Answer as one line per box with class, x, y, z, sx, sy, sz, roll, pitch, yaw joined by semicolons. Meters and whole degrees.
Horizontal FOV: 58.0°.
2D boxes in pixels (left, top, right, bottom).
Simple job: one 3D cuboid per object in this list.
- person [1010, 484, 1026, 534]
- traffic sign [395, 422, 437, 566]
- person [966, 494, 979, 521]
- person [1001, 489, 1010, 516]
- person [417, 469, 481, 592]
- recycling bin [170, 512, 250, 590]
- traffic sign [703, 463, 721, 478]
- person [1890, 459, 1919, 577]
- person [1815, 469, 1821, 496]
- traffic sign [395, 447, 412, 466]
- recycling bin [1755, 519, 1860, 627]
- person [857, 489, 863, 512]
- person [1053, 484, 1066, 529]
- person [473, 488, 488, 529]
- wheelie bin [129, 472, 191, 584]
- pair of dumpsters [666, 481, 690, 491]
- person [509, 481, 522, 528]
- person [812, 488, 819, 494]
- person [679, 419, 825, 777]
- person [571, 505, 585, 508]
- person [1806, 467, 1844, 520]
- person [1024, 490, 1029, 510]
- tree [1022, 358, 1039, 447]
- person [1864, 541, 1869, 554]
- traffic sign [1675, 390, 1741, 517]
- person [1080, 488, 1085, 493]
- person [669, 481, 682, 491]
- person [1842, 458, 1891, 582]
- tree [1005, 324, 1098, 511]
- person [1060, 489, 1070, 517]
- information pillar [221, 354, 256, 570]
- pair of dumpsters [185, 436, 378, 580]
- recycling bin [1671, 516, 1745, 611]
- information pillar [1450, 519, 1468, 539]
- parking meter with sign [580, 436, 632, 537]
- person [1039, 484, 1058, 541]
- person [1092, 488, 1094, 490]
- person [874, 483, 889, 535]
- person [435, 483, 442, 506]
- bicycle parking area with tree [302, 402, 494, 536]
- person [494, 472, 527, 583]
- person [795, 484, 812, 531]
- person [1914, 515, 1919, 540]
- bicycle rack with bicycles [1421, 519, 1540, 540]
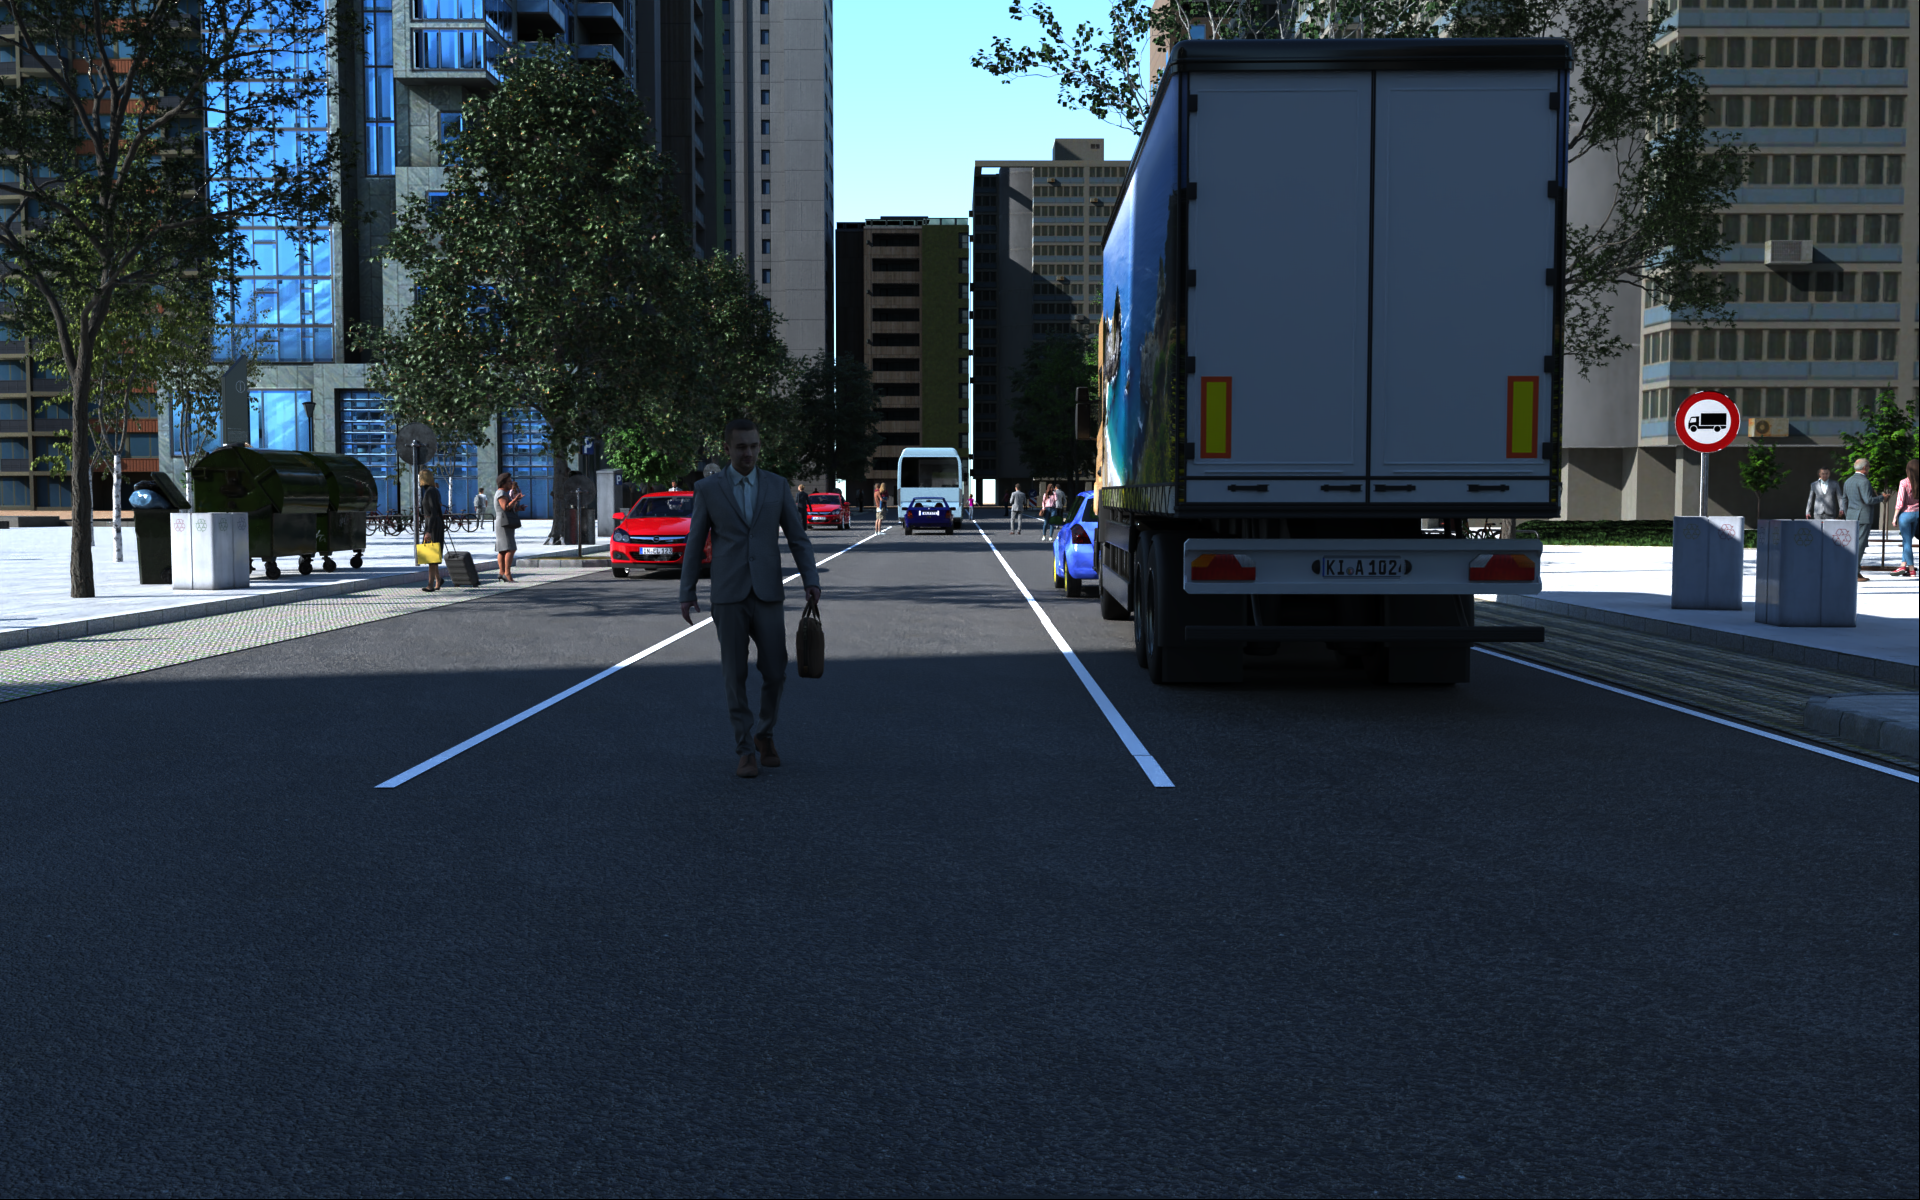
person;2.019;-3.234;61.572;0.606;1.804;0.583;-1;4;-22
traffic sign;-9.668;-1.877;30.789;0.768;2.556;0.104;0;4;6
person;0.667;-5.027;93.922;0.991;1.433;0.599;3;5;41
person;2.941;-6.300;112.226;0.721;1.743;1.217;2;4;24
person;-7.638;-1.041;25.736;0.699;1.804;1.509;1;4;20
recycling bin;-10.160;-0.668;23.479;0.722;1.027;0.722;1;4;16
traffic sign;-10.178;-4.340;71.060;0.768;2.556;0.104;1;4;9
person;14.759;-1.274;26.882;0.555;1.821;0.388;-1;4;-19
person;21.123;-2.254;42.263;0.474;1.900;0.648;-2;4;-34
traffic sign;-10.866;-2.124;34.456;0.795;2.593;0.064;0;4;7
recycling bin;8.306;-0.272;17.005;0.722;1.027;0.722;0;4;5
person;-7.728;-7.700;134.528;0.705;1.807;1.348;-1;4;-18
person;4.005;-3.791;70.334;0.661;1.843;0.795;-1;4;-17
person;-17.493;-3.330;63.089;0.503;1.515;0.523;-3;5;-40
wheelie bin;-11.446;-1.032;24.785;0.693;1.594;0.980;-1;4;-10
pair of dumpsters;-11.633;-3.989;67.720;1.574;2.255;4.437;0;4;0
person;-16.700;-3.550;64.682;0.643;1.750;0.593;1;4;17
person;-12.676;-8.945;152.437;1.348;1.807;0.705;0;4;-5
person;-1.062;-0.014;8.848;0.709;1.813;0.853;-1;4;-18
person;-13.647;-3.157;61.930;0.475;1.303;0.640;-1;4;-15
person;16.720;-1.668;33.433;0.709;1.813;0.853;2;4;27
person;5.444;-8.353;145.793;0.721;1.735;1.217;-3;5;-44
tree;7.868;-11.726;117.477;9.928;11.665;9.643;0;3;0
person;19.273;-1.878;37.176;0.534;1.772;0.576;-2;4;-24
traffic sign;9.190;-1.301;21.375;0.768;2.556;0.104;1;4;8
person;9.808;-8.053;138.376;0.551;1.740;0.621;-3;5;-42
person;-9.978;-3.332;60.800;0.678;1.792;0.850;1;4;9
person;13.260;-1.173;25.389;0.590;1.801;0.661;0;4;-2
tree;8.128;-13.583;128.734;9.857;13.997;8.962;0;3;0
person;6.127;-5.931;106.196;1.217;1.736;0.721;1;4;10
information pillar;-12.039;-2.293;28.841;0.183;3.616;0.504;2;4;23
pair of dumpsters;-10.794;-1.545;27.758;1.574;2.255;4.437;0;4;0
recycling bin;8.403;-0.424;19.482;0.722;1.027;0.722;1;4;22
information pillar;10.676;-1.992;37.057;0.304;2.012;0.304;3;5;43
parking meter with sign;-10.516;-3.408;51.980;1.738;3.016;0.543;2;4;26
person;2.746;-2.723;53.616;0.593;1.750;0.643;0;4;4
person;10.986;-8.227;141.267;0.721;1.735;1.217;-1;4;-19
person;-2.793;-3.221;61.134;0.580;1.828;0.573;1;4;22
person;-23.627;-4.407;78.276;0.721;1.800;0.419;3;5;43
bicycle parking area with tree;-19.856;-4.259;56.634;9.016;4.147;8.231;2;4;25
person;-7.232;-1.165;27.907;0.532;1.782;0.716;-1;4;-14
person;-5.544;-3.201;61.253;0.534;1.772;0.576;3;5;40
person;8.104;-0.464;13.984;0.716;1.782;0.532;0;4;8
bicycle rack with bicycles;9.398;-1.141;32.042;2.852;0.926;2.925;-1;4;-21
